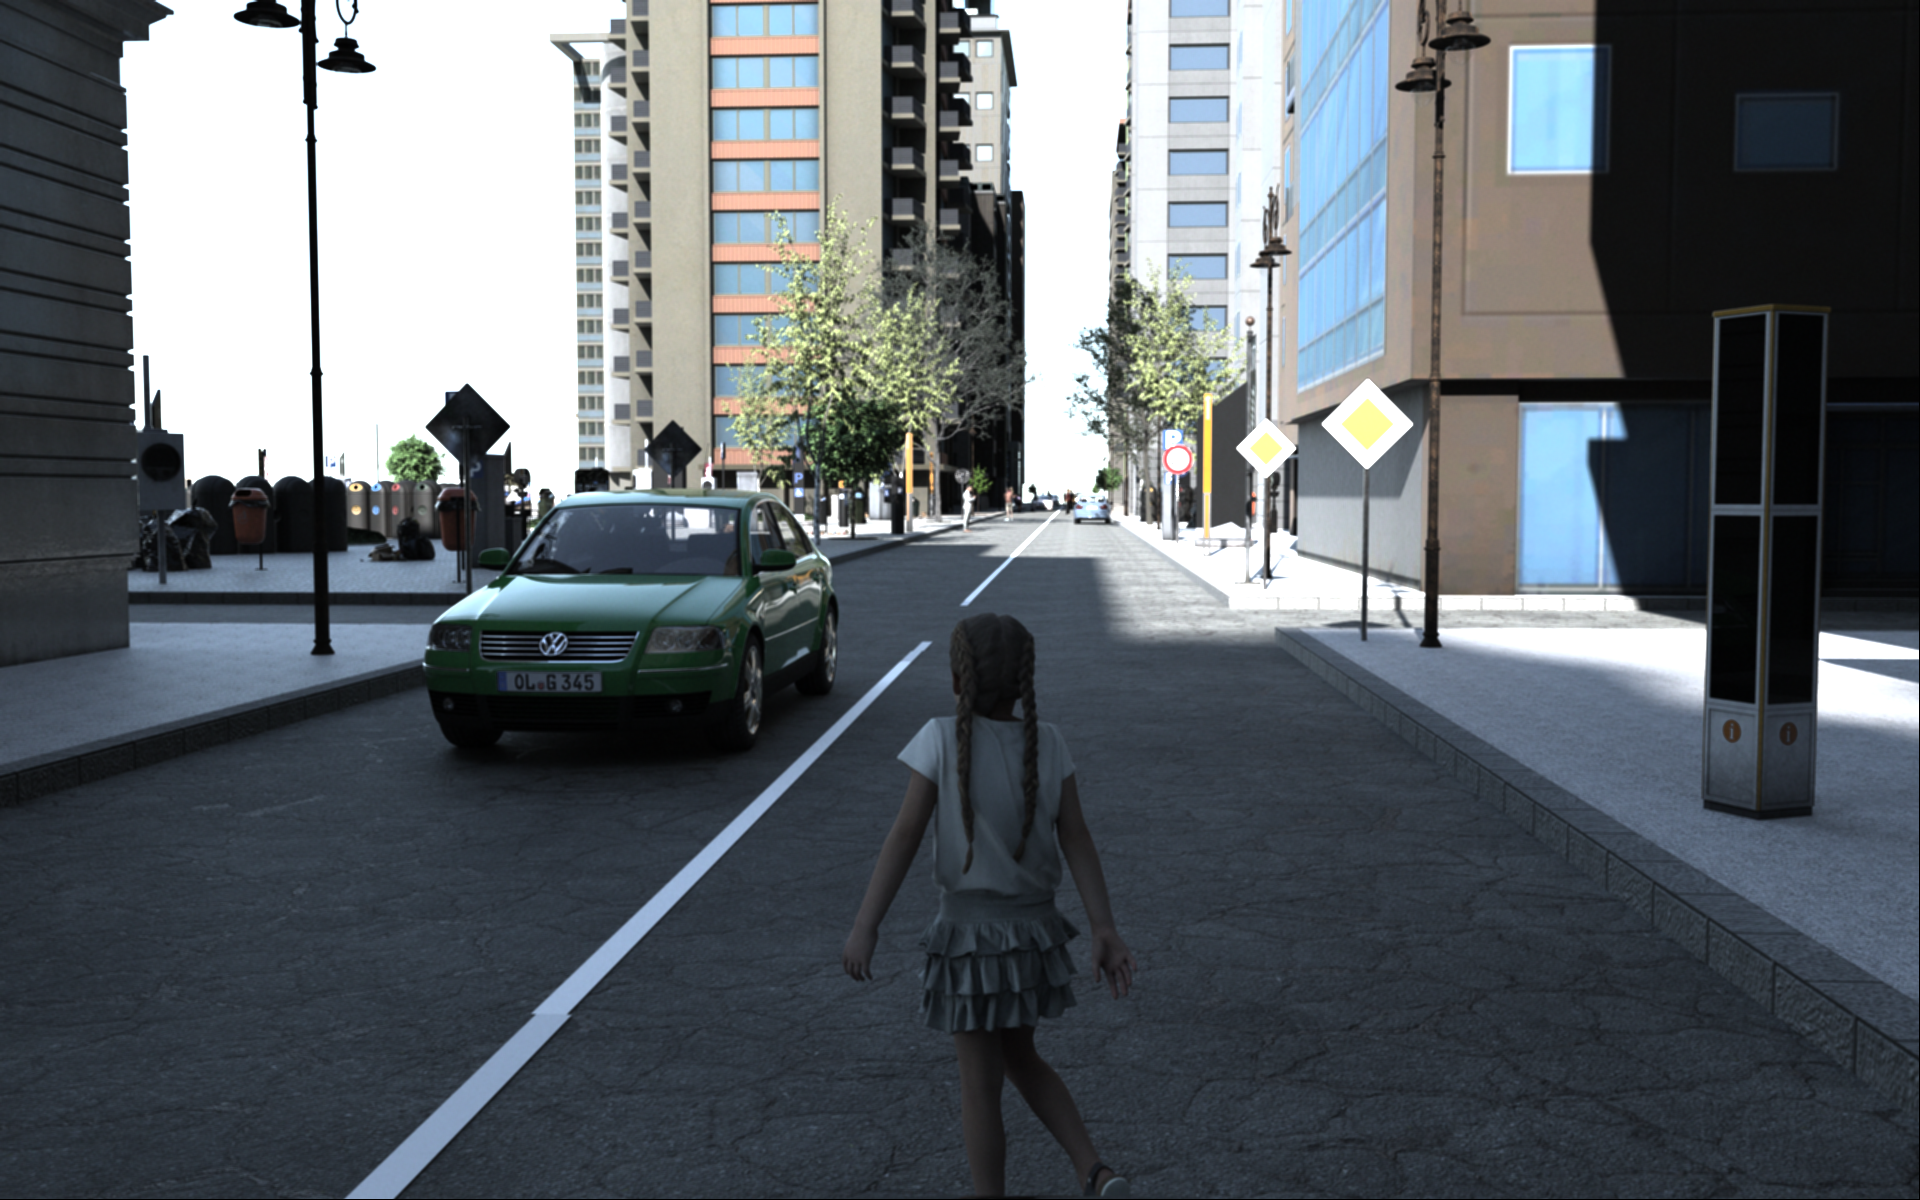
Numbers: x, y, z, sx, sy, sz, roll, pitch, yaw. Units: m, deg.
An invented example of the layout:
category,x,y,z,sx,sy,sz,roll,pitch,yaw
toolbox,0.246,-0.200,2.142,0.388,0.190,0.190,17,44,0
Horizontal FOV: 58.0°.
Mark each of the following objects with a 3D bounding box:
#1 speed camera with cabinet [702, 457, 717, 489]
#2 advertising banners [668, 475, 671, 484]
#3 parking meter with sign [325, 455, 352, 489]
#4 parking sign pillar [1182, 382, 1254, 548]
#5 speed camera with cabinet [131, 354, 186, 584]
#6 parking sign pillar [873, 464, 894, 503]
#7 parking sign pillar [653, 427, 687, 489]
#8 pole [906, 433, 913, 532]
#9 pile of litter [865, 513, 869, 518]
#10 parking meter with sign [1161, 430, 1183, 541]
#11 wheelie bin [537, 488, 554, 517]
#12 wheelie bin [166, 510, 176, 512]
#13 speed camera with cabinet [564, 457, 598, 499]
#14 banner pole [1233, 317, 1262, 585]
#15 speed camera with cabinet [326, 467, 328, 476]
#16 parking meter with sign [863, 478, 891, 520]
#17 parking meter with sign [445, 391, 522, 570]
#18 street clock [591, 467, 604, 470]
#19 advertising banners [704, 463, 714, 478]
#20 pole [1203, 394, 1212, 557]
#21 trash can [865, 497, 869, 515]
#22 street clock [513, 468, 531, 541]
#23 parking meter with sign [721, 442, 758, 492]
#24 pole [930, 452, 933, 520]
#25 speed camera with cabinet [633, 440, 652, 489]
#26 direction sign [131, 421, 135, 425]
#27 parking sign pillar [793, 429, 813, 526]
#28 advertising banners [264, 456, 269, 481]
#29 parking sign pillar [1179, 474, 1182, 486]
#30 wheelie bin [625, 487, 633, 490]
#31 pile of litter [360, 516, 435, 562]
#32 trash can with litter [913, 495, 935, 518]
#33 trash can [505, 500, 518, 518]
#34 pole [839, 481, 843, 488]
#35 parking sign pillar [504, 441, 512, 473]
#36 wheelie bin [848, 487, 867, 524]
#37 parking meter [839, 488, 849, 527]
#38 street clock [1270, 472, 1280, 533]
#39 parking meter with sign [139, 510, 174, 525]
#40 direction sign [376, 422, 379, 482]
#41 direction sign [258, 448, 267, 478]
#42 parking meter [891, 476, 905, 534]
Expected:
category,x,y,z,sx,sy,sz,roll,pitch,yaw
speed camera with cabinet,-14.031,-6.001,92.446,2.038,3.252,0.660,1,4,11
advertising banners,-8.111,-3.126,47.297,0.090,3.025,2.074,-2,4,-24
parking meter with sign,-27.616,-4.973,77.574,1.738,3.016,0.543,2,4,32
parking sign pillar,6.391,-3.264,41.842,1.447,3.967,1.447,2,4,31
speed camera with cabinet,-11.888,-1.816,24.028,0.660,3.252,2.038,3,5,44
parking sign pillar,-3.846,-6.027,87.014,1.447,3.967,1.447,3,4,36
parking sign pillar,-11.731,-4.984,69.954,1.447,3.967,1.447,1,4,14
pole,-1.697,-3.933,58.143,0.158,3.312,0.155,0,3,0
pile of litter,-5.459,-4.865,93.500,1.719,0.858,1.176,-2,4,-35
parking meter with sign,5.813,-3.155,47.850,0.543,3.016,1.738,0,4,3
wheelie bin,-21.415,-4.998,89.626,0.693,1.594,0.980,2,4,35
wheelie bin,-22.233,-2.487,48.566,0.693,1.594,0.980,0,4,-3
speed camera with cabinet,-20.305,-6.060,93.418,2.038,3.252,0.660,0,4,8
banner pole,4.085,-2.098,24.320,0.401,3.779,0.863,0,4,2
speed camera with cabinet,-34.245,-5.954,91.686,2.038,3.252,0.660,1,4,11
parking meter with sign,-4.079,-5.415,84.790,1.738,3.016,0.543,3,5,39
parking meter with sign,-8.227,-2.070,30.098,0.543,3.016,1.738,1,4,14
street clock,-9.826,-2.596,47.017,0.358,2.002,0.471,1,4,17
advertising banners,-14.859,-6.191,97.413,2.074,3.025,0.090,0,4,7
pole,5.056,-2.542,35.403,0.158,3.312,0.155,0,3,0
trash can,-5.031,-5.143,95.749,0.748,1.137,0.748,0,3,0
street clock,-12.089,-2.648,47.863,0.358,2.002,0.471,2,4,28
parking meter with sign,-7.206,-3.828,58.853,1.738,3.016,0.543,-1,4,-13
pole,-1.389,-5.571,84.932,0.158,3.312,0.155,0,3,0
speed camera with cabinet,-11.775,-4.225,63.420,0.660,3.252,2.038,-1,4,-21
direction sign,-24.034,-3.552,50.068,0.379,3.537,0.876,0,3,0
parking sign pillar,-6.476,-4.967,69.683,1.447,3.967,1.447,0,4,-5
advertising banners,-32.490,-5.152,80.421,0.090,3.025,2.074,-3,5,-44
parking sign pillar,12.302,-6.656,97.292,1.447,3.967,1.447,-2,4,-30
wheelie bin,-14.244,-4.133,75.479,0.980,1.594,0.693,-1,4,-21
pile of litter,-10.901,-1.197,33.532,1.176,0.858,1.719,3,4,38
trash can with litter,-1.851,-4.922,91.526,2.233,1.210,1.678,-2,4,-25
trash can,-10.276,-1.658,38.763,0.748,1.137,0.748,0,3,0
pole,-4.859,-4.712,70.885,0.158,3.312,0.155,0,3,0
parking sign pillar,-22.981,-6.052,87.414,1.447,3.967,1.447,0,4,1
wheelie bin,-4.437,-4.088,74.749,0.693,1.594,0.980,-3,5,-41
parking meter,-4.517,-3.602,67.309,0.372,1.533,0.369,0,3,0
street clock,10.253,-3.178,56.531,0.358,2.002,0.471,-1,4,-11
parking meter with sign,-18.671,-2.632,39.293,1.738,3.016,0.543,-3,5,-40
direction sign,-18.545,-3.865,55.194,0.379,3.537,0.876,-1,4,-16
direction sign,-34.416,-5.720,85.523,0.379,3.537,0.876,0,4,5
parking meter,-1.976,-3.027,55.202,0.399,1.863,0.255,-3,5,-42
